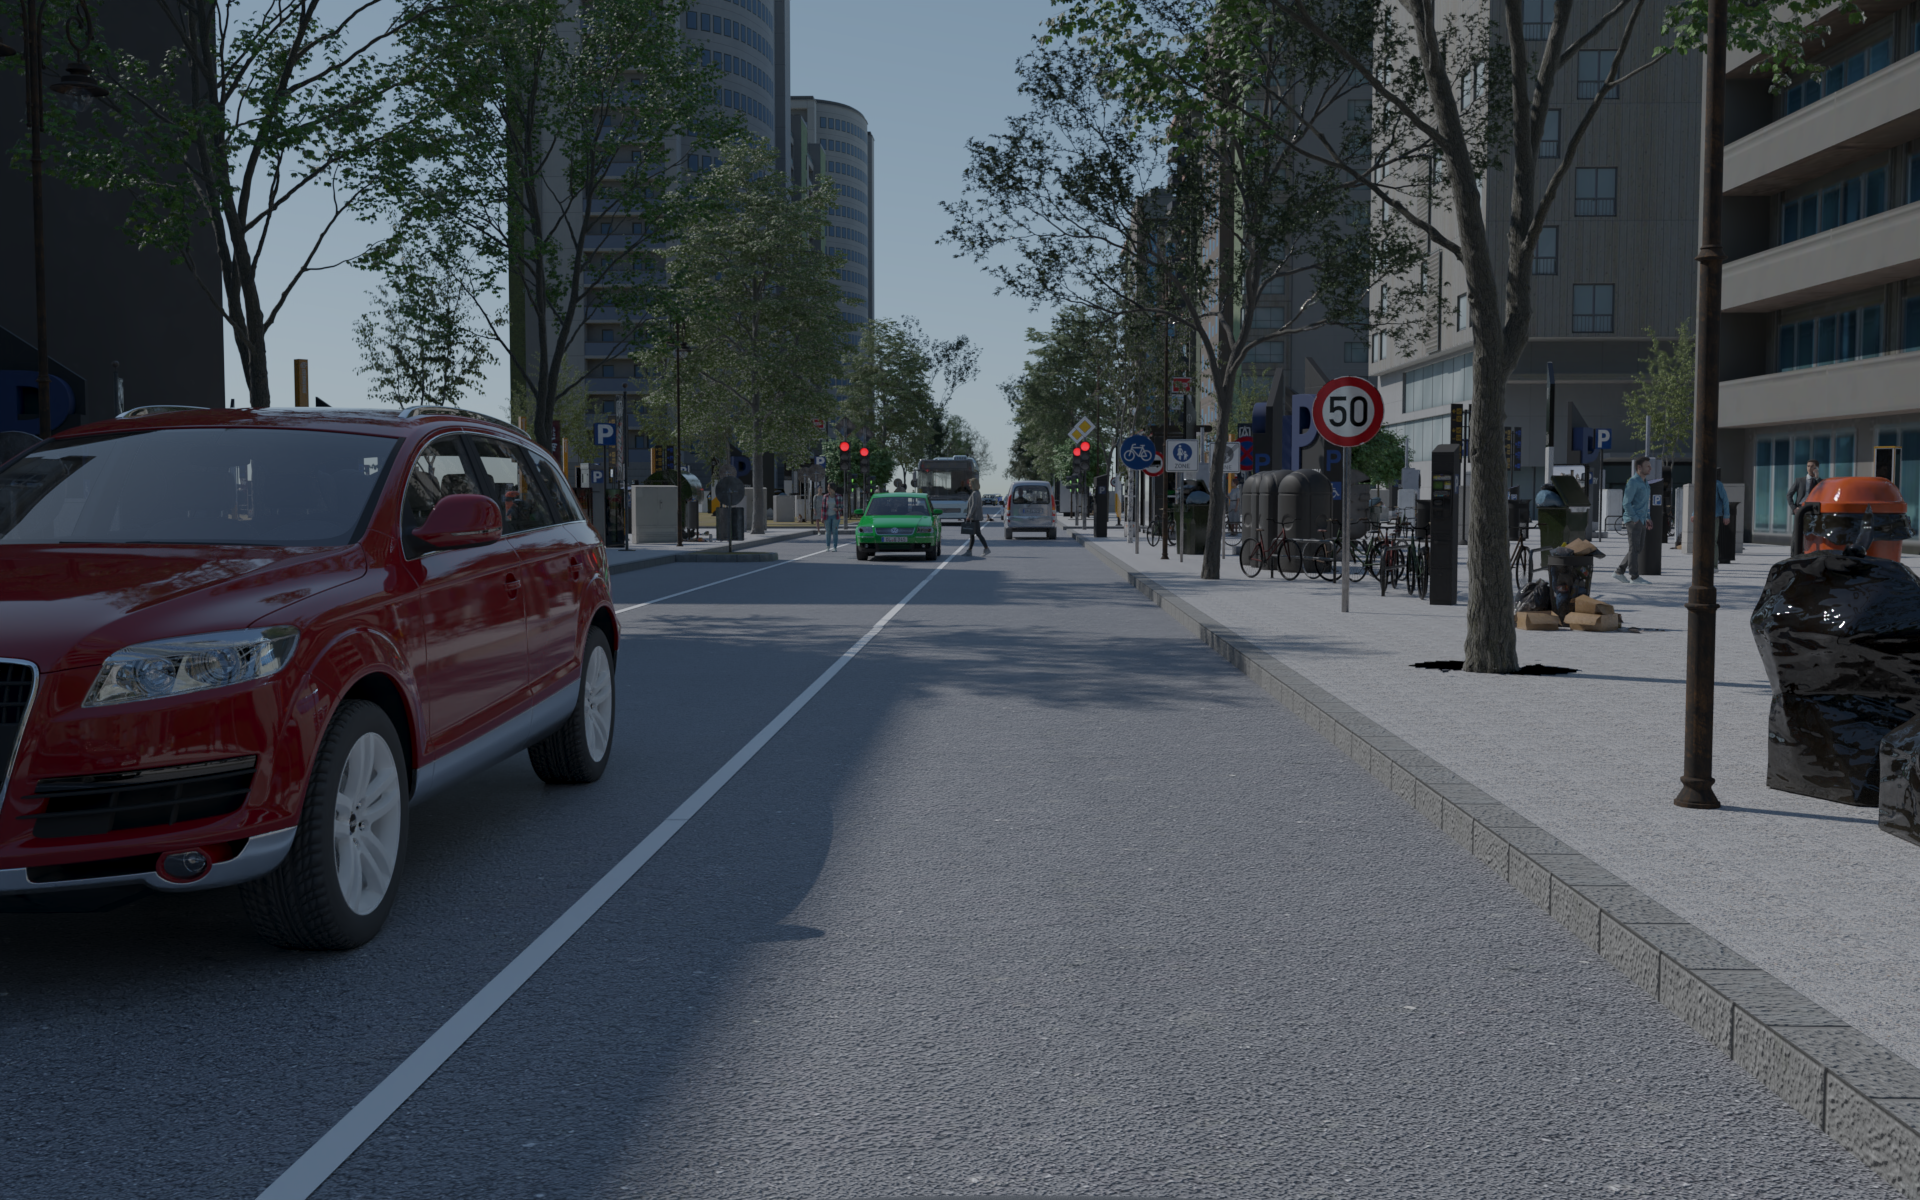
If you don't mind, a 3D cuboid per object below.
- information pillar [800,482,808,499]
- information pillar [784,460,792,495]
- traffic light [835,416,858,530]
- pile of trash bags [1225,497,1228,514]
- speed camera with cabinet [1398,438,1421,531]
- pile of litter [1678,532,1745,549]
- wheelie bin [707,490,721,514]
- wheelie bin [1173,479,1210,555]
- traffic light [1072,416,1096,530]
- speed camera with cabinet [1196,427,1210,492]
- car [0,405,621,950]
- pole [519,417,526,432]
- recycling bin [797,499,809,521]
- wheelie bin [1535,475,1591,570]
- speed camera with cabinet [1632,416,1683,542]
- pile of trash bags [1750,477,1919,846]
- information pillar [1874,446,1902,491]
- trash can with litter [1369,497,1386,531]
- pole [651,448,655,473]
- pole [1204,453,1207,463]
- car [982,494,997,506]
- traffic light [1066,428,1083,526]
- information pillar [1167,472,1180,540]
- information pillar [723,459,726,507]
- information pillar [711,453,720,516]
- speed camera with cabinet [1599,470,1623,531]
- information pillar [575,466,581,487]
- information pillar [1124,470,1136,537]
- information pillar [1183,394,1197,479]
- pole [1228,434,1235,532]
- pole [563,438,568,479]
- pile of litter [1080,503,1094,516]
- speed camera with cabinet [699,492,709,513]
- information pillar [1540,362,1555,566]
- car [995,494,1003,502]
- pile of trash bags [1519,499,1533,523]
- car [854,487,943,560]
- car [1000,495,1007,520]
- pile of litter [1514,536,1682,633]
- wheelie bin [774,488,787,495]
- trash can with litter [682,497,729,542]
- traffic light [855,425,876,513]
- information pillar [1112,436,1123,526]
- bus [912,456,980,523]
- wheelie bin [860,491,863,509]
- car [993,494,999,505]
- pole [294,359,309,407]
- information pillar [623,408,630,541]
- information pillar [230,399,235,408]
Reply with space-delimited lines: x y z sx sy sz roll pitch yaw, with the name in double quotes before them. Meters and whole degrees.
"information pillar" -8.244 -5.321 91.490 0.304 2.012 0.304 1 4 20
"information pillar" -10.392 -6.943 104.866 0.504 3.616 0.183 0 4 4
"traffic light" -4.105 -4.492 62.364 0.839 4.253 0.868 0 4 2
"pile of trash bags" 16.459 -6.175 110.717 1.912 1.369 3.447 3 5 41
"speed camera with cabinet" 15.754 -4.057 60.668 0.660 3.252 2.038 1 4 20
"pile of litter" 17.352 -1.602 40.165 1.719 0.858 1.176 1 4 15
"wheelie bin" -16.314 -6.493 114.075 0.693 1.594 0.980 0 4 -3
"wheelie bin" 4.954 -1.764 36.758 0.693 1.594 0.980 -3 4 -37
"traffic light" 4.452 -4.476 62.098 0.839 4.253 0.868 0 4 2
"speed camera with cabinet" 7.181 -3.454 50.817 0.660 3.252 2.038 1 4 16
"car" -2.832 0.093 7.150 2.281 1.827 5.304 0 4 1
"pole" -11.525 -3.173 45.717 0.158 3.312 0.155 0 3 0
"recycling bin" -7.414 -4.309 83.000 0.722 1.027 0.722 0 4 0
"wheelie bin" 10.084 -1.294 29.067 0.980 1.594 0.693 -3 4 -36
"speed camera with cabinet" 18.078 -3.023 43.755 2.038 3.252 0.660 1 4 16
"pile of trash bags" 4.447 0.133 7.576 1.912 1.369 3.447 0 4 5
"information pillar" 14.339 -1.366 26.819 0.304 2.012 0.304 -3 5 -44
"trash can with litter" 14.344 -3.015 60.686 1.055 1.170 0.624 -2 4 -31
"pole" -13.662 -5.097 77.182 0.158 3.312 0.155 0 3 0
"pole" 12.193 -5.649 86.208 0.158 3.312 0.155 0 3 0
"car" 3.387 -12.129 208.088 2.009 1.686 4.222 0 4 1
"traffic light" 4.716 -4.964 70.079 0.839 4.253 0.868 0 4 2
"information pillar" 5.955 -2.690 48.469 0.304 2.012 0.304 1 4 22
"information pillar" -15.628 -7.625 116.017 0.504 3.616 0.183 2 4 27
"information pillar" -14.080 -6.626 99.694 0.504 3.616 0.183 1 4 9
"speed camera with cabinet" 22.661 -4.083 61.087 0.660 3.252 2.038 0 4 -4
"information pillar" -9.899 -2.511 45.546 0.304 2.012 0.304 1 4 18
"information pillar" 5.069 -2.866 51.352 0.304 2.012 0.304 -1 4 -23
"information pillar" 5.400 -3.025 40.810 0.183 3.616 0.504 3 4 38
"pole" 9.232 -3.979 58.897 0.158 3.312 0.155 0 3 0
"pole" -14.363 -4.236 63.107 0.158 3.312 0.155 0 3 0
"pile of litter" 7.835 -5.435 102.828 1.176 0.858 1.719 -2 4 -26
"speed camera with cabinet" -18.074 -7.634 119.147 0.660 3.252 2.038 -3 5 -44
"information pillar" 10.422 -2.402 30.632 0.183 3.616 0.504 1 4 12
"car" 5.651 -15.664 265.700 1.945 1.707 3.694 0 4 3
"pile of trash bags" 23.936 -4.116 77.049 3.447 1.369 1.912 -3 5 -44
"car" -1.346 -1.838 38.843 1.959 1.807 4.718 0 4 1
"car" 3.144 -5.156 96.299 2.014 1.417 4.499 0 4 2
"pile of litter" 5.790 -0.157 16.537 1.176 0.858 1.719 -3 4 -38
"wheelie bin" -14.497 -7.991 138.561 0.980 1.594 0.693 1 4 17
"trash can with litter" -7.305 -2.195 46.940 1.678 1.210 2.233 -2 4 -35
"traffic light" -3.841 -4.980 70.345 0.839 4.253 0.868 0 4 2
"information pillar" 6.392 -4.801 69.846 0.183 3.616 0.504 2 4 25
"bus" -0.466 -5.371 82.670 2.948 3.499 13.247 0 4 2
"wheelie bin" -6.563 -6.281 110.604 0.693 1.594 0.980 1 4 16
"car" 3.939 -12.901 221.154 2.015 1.641 3.980 0 4 0
"pole" -9.952 -1.982 26.249 0.158 3.312 0.155 0 3 0
"information pillar" -9.203 -3.442 47.629 0.183 3.616 0.504 -1 4 -8
"information pillar" -17.768 -3.120 42.362 0.183 3.616 0.504 -1 4 -16
